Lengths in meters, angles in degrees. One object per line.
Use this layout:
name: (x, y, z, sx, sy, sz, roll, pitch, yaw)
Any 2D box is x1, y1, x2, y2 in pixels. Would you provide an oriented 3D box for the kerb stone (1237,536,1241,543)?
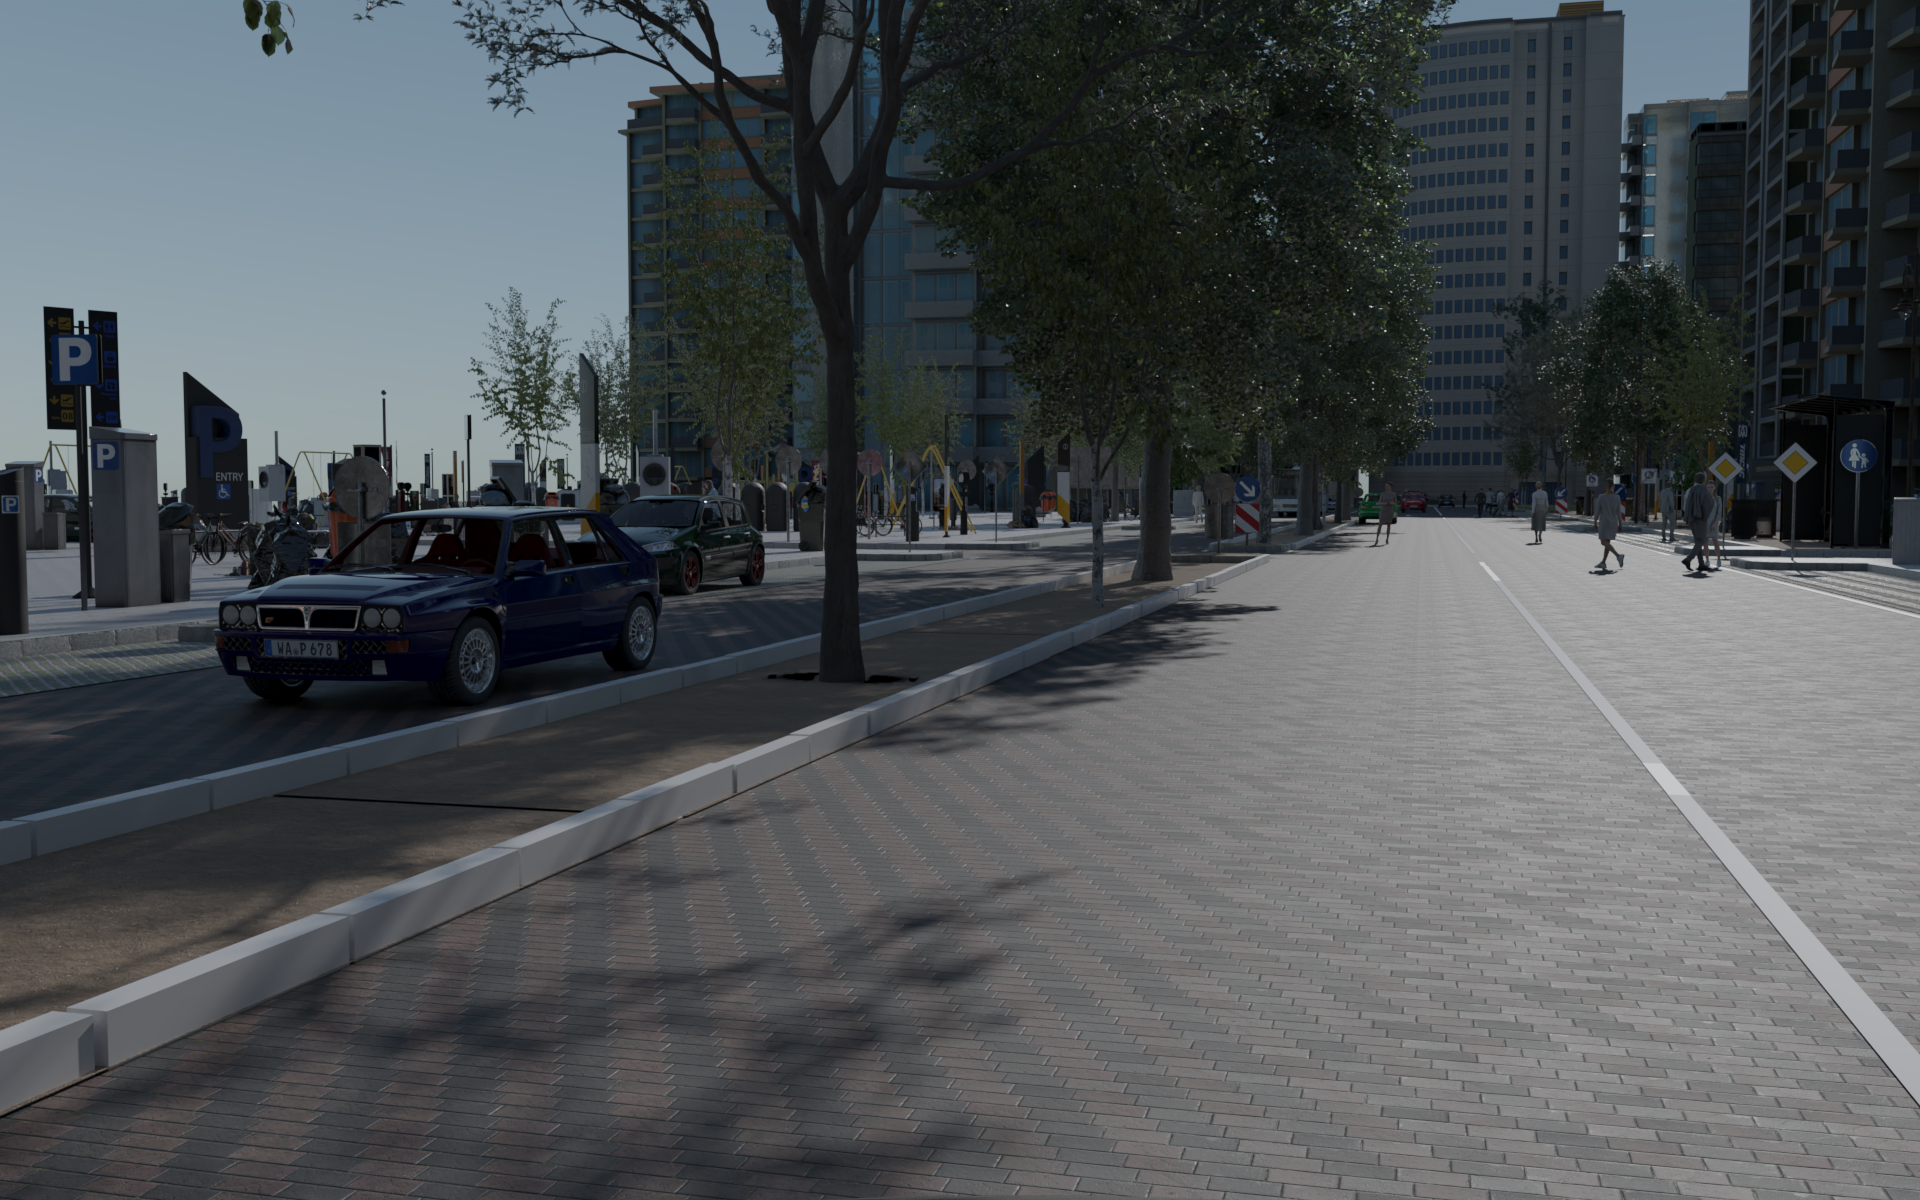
kerb stone: (7.982, -1.726, 50.412, 0.120, 0.150, 1.000, 1, 4, 15)

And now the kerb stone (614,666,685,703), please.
kerb stone: (-2.229, 0.608, 12.258, 0.120, 0.150, 1.000, 1, 4, 15)

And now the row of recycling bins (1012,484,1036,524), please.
row of recycling bins: (2.755, -4.146, 74.894, 1.069, 1.692, 3.534, 0, 4, 1)

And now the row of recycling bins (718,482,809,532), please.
row of recycling bins: (-6.677, -3.224, 59.818, 3.534, 1.692, 1.069, 1, 4, 11)

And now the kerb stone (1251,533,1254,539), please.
kerb stone: (9.037, -1.966, 54.371, 0.120, 0.150, 1.000, 1, 4, 15)

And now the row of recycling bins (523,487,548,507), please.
row of recycling bins: (-24.747, -5.580, 98.342, 3.534, 1.692, 1.069, 2, 4, 34)

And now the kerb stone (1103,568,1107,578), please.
kerb stone: (2.275, -0.417, 29.092, 0.120, 0.150, 1.000, 1, 4, 15)

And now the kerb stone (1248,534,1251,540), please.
kerb stone: (8.779, -1.907, 53.381, 0.120, 0.150, 1.000, 1, 4, 15)

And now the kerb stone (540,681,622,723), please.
kerb stone: (-2.491, 0.669, 11.262, 0.120, 0.150, 1.000, 1, 4, 15)

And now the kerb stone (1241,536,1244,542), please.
kerb stone: (8.249, -1.787, 51.406, 0.120, 0.150, 1.000, 1, 4, 15)

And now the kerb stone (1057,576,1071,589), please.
kerb stone: (1.482, -0.239, 26.120, 0.120, 0.150, 1.000, 1, 4, 15)

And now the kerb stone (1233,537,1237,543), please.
kerb stone: (7.714, -1.665, 49.425, 0.120, 0.150, 1.000, 1, 4, 15)

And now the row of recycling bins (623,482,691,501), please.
row of recycling bins: (-10.409, -3.230, 59.924, 1.069, 1.692, 3.534, 2, 4, 32)

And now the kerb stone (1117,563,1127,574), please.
kerb stone: (2.812, -0.543, 31.080, 0.120, 0.150, 1.000, 1, 4, 15)

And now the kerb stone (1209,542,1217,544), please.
kerb stone: (6.659, -1.423, 45.459, 0.120, 0.150, 1.000, 1, 4, 15)

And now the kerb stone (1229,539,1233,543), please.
kerb stone: (7.459, -1.603, 48.435, 0.120, 0.150, 1.000, 1, 4, 15)

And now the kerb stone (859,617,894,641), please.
kerb stone: (-0.890, 0.305, 17.205, 0.120, 0.150, 1.000, 1, 4, 15)

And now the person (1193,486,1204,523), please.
person: (11.692, -4.677, 84.846, 0.514, 1.842, 0.818, 0, 4, -8)

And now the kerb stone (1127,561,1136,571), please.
kerb stone: (3.074, -0.603, 32.069, 0.120, 0.150, 1.000, 1, 4, 15)

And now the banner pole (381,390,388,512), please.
banner pole: (-13.908, -3.176, 41.941, 0.401, 3.779, 0.863, -1, 4, -16)

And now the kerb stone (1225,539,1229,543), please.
kerb stone: (7.193, -1.540, 47.445, 0.120, 0.150, 1.000, 1, 4, 15)

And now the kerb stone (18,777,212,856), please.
kerb stone: (-3.555, 0.911, 7.302, 0.120, 0.150, 1.000, 1, 4, 15)

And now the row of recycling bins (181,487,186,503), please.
row of recycling bins: (-44.470, -5.870, 103.090, 3.534, 1.692, 1.069, -1, 4, -17)

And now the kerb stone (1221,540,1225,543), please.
kerb stone: (6.927, -1.479, 46.448, 0.120, 0.150, 1.000, 1, 4, 15)

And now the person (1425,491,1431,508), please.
person: (49.171, -10.623, 182.908, 1.217, 1.743, 0.721, 0, 4, 6)

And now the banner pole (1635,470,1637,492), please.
banner pole: (37.436, -6.451, 95.498, 0.863, 3.779, 0.401, -2, 4, -33)

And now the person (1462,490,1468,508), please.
person: (50.806, -10.145, 174.387, 0.705, 1.821, 1.348, 3, 4, 36)

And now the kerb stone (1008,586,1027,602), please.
kerb stone: (0.687, -0.058, 23.143, 0.120, 0.150, 1.000, 1, 4, 15)

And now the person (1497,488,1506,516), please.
person: (34.966, -6.319, 112.039, 0.641, 1.798, 0.478, -3, 5, -39)

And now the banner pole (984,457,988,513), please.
banner pole: (1.735, -7.693, 115.796, 0.401, 3.779, 0.863, 1, 4, 21)

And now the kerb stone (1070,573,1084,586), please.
kerb stone: (1.746, -0.301, 27.117, 0.120, 0.150, 1.000, 1, 4, 15)

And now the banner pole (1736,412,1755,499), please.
banner pole: (23.882, -3.832, 52.663, 0.863, 3.779, 0.401, -2, 4, -26)

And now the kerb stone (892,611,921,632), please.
kerb stone: (-0.636, 0.250, 18.201, 0.120, 0.150, 1.000, 1, 4, 15)

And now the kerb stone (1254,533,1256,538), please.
kerb stone: (9.304, -2.026, 55.357, 0.120, 0.150, 1.000, 1, 4, 15)

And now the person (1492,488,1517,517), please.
person: (34.535, -6.182, 109.796, 1.509, 1.804, 0.699, 1, 4, 22)

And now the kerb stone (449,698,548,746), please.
kerb stone: (-2.756, 0.729, 10.275, 0.120, 0.150, 1.000, 1, 4, 15)

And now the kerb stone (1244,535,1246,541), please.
kerb stone: (8.514, -1.847, 52.393, 0.120, 0.150, 1.000, 1, 4, 15)

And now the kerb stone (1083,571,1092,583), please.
kerb stone: (2.007, -0.361, 28.105, 0.120, 0.150, 1.000, 1, 4, 15)

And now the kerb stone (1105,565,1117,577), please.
kerb stone: (2.541, -0.482, 30.078, 0.120, 0.150, 1.000, 1, 4, 15)

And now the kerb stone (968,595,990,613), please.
kerb stone: (0.160, 0.063, 21.162, 0.120, 0.150, 1.000, 1, 4, 15)

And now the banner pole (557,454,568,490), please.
banner pole: (-24.554, -7.174, 107.306, 0.863, 3.779, 0.401, -1, 4, -14)

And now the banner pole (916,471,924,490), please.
banner pole: (-2.875, -8.045, 121.558, 0.863, 3.779, 0.401, -2, 4, -28)

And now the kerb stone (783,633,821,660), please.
kerb stone: (-1.436, 0.426, 15.231, 0.120, 0.150, 1.000, 1, 4, 15)

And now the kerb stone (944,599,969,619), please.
kerb stone: (-0.104, 0.124, 20.174, 0.120, 0.150, 1.000, 1, 4, 15)

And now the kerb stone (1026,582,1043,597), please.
kerb stone: (0.951, -0.119, 24.136, 0.120, 0.150, 1.000, 1, 4, 15)

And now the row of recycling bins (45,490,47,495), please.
row of recycling bins: (-51.396, -5.298, 93.732, 3.534, 1.692, 1.069, -2, 4, -27)

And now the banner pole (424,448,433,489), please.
banner pole: (-28.899, -6.384, 94.390, 0.401, 3.779, 0.863, 2, 4, 24)

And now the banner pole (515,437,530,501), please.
banner pole: (-19.000, -5.225, 75.440, 0.863, 3.779, 0.401, 0, 4, 7)

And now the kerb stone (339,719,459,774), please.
kerb stone: (-3.020, 0.792, 9.280, 0.120, 0.150, 1.000, 1, 4, 15)

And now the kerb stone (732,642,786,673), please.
kerb stone: (-1.691, 0.486, 14.242, 0.120, 0.150, 1.000, 1, 4, 15)

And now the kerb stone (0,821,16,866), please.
kerb stone: (-3.821, 0.972, 6.307, 0.120, 0.150, 1.000, 1, 4, 15)

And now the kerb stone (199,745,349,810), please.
kerb stone: (-3.290, 0.853, 8.294, 0.120, 0.150, 1.000, 1, 4, 15)

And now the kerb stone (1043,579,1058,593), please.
kerb stone: (1.217, -0.179, 25.126, 0.120, 0.150, 1.000, 1, 4, 15)

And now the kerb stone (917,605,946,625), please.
kerb stone: (-0.378, 0.184, 19.190, 0.120, 0.150, 1.000, 1, 4, 15)

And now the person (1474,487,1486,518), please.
person: (31.258, -5.854, 103.992, 0.659, 1.850, 0.755, 2, 4, 27)

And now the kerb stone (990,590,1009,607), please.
kerb stone: (0.422, 0.009, 22.151, 0.120, 0.150, 1.000, 1, 4, 15)

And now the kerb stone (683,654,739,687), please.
kerb stone: (-1.957, 0.554, 13.248, 0.120, 0.150, 1.000, 1, 4, 15)

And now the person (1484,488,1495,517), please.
person: (32.816, -6.060, 107.422, 0.661, 1.843, 0.795, 2, 4, 30)

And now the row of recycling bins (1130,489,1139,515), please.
row of recycling bins: (11.402, -6.015, 105.456, 1.069, 1.692, 3.534, 2, 4, 34)
